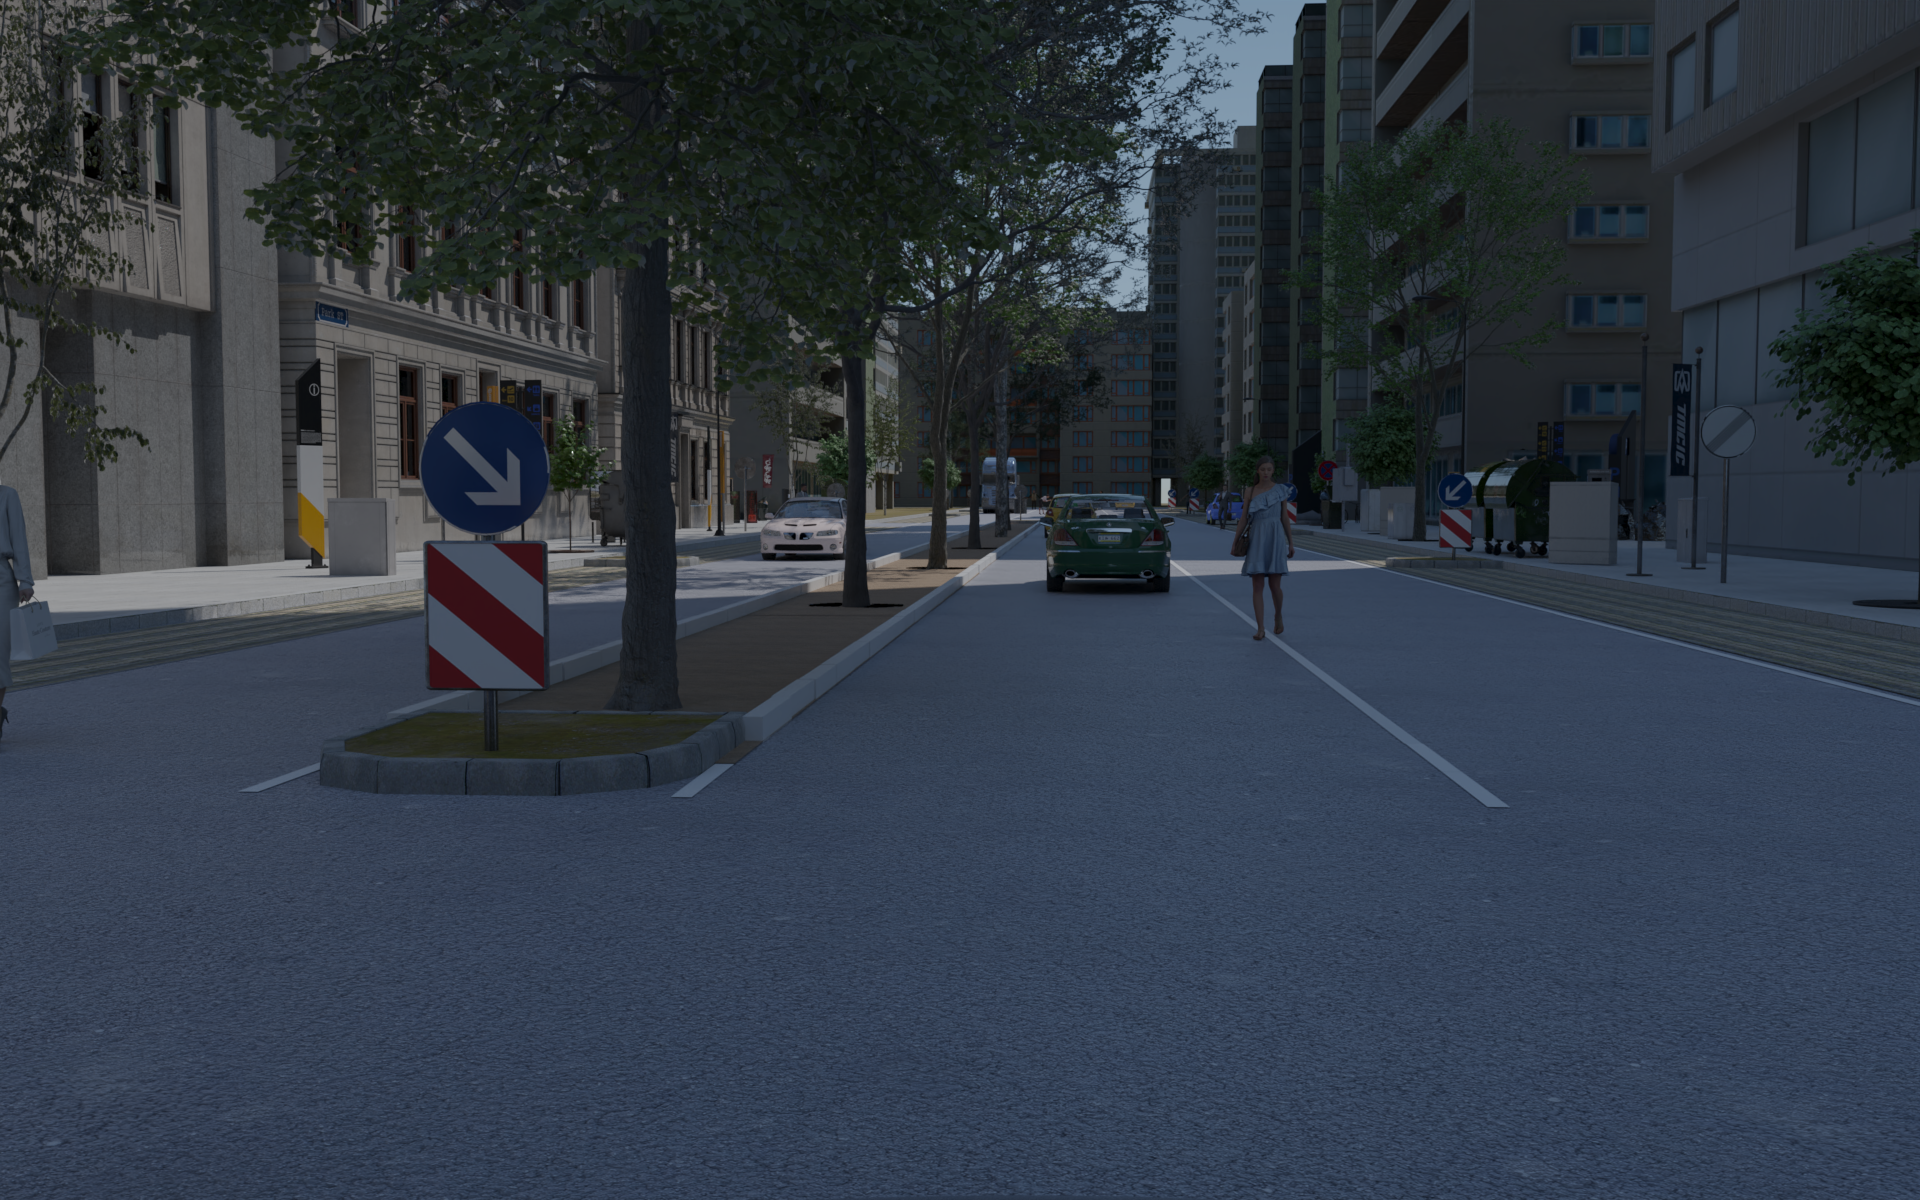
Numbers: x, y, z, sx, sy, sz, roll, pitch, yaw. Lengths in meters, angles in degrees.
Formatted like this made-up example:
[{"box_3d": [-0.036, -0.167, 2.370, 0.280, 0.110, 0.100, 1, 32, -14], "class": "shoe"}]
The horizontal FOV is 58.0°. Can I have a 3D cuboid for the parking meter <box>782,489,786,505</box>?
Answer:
[{"box_3d": [-8.210, -4.483, 81.701, 0.372, 1.533, 0.369, 0, 3, 0], "class": "parking meter"}]

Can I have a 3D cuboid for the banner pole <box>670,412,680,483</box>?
[{"box_3d": [-7.785, -3.457, 46.542, 0.401, 3.779, 0.863, -3, 5, -43], "class": "banner pole"}]

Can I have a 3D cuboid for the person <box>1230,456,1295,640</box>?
[{"box_3d": [3.019, -0.530, 17.258, 0.616, 1.811, 0.778, 1, 4, 22], "class": "person"}]

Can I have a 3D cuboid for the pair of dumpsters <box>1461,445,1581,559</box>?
[{"box_3d": [11.697, -2.072, 36.368, 1.574, 2.255, 4.437, 0, 4, 4], "class": "pair of dumpsters"}]

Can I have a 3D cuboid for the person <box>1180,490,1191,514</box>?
[{"box_3d": [15.346, -6.565, 116.560, 1.217, 1.735, 0.721, -2, 4, -27], "class": "person"}]

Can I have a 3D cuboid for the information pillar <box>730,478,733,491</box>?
[{"box_3d": [-10.672, -4.625, 80.106, 0.304, 2.012, 0.304, -1, 4, -16], "class": "information pillar"}]

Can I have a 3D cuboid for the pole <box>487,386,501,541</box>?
[{"box_3d": [-8.823, -2.383, 32.800, 0.158, 3.312, 0.155, 0, 3, 0], "class": "pole"}]

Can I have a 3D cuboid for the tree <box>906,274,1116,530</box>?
[{"box_3d": [1.918, -8.015, 67.914, 8.767, 10.594, 7.601, 0, 4, 4], "class": "tree"}]

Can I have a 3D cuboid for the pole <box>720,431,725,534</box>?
[{"box_3d": [-7.706, -3.801, 55.992, 0.158, 3.312, 0.155, 0, 3, 0], "class": "pole"}]

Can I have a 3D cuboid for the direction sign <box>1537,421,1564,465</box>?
[{"box_3d": [18.459, -3.805, 54.202, 0.379, 3.537, 0.876, -3, 5, -44], "class": "direction sign"}]

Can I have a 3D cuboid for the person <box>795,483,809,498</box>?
[{"box_3d": [-5.271, -3.011, 58.006, 0.850, 1.792, 0.678, 3, 4, 38], "class": "person"}]

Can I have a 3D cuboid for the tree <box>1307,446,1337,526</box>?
[{"box_3d": [14.592, -4.605, 69.897, 1.663, 3.219, 1.824, 0, 3, 0], "class": "tree"}]

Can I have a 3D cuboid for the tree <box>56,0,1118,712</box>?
[{"box_3d": [-2.151, -5.565, 11.576, 7.486, 12.596, 7.792, 0, 3, 0], "class": "tree"}]

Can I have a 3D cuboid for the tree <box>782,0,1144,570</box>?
[{"box_3d": [-0.321, -6.373, 32.405, 9.928, 11.665, 9.643, 0, 3, 0], "class": "tree"}]

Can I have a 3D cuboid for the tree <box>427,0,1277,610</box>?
[{"box_3d": [-1.292, -6.637, 21.340, 12.009, 13.543, 11.850, 0, 3, 0], "class": "tree"}]

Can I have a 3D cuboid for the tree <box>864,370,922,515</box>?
[{"box_3d": [-4.429, -9.390, 103.894, 4.737, 8.622, 4.395, 0, 3, 0], "class": "tree"}]

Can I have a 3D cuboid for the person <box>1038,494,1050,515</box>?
[{"box_3d": [5.839, -6.637, 120.198, 0.799, 1.438, 0.628, -2, 4, -33], "class": "person"}]

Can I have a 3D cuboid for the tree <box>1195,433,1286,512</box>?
[{"box_3d": [15.619, -6.642, 92.314, 4.285, 4.588, 4.351, 0, 3, 0], "class": "tree"}]

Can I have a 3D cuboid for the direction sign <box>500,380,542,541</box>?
[{"box_3d": [-8.705, -2.594, 34.414, 0.876, 3.537, 0.379, 1, 4, 11], "class": "direction sign"}]

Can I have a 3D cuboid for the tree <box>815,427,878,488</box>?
[{"box_3d": [-5.612, -6.176, 84.685, 4.285, 4.588, 4.351, 0, 3, 0], "class": "tree"}]

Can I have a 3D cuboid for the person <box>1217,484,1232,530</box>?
[{"box_3d": [10.624, -3.737, 69.567, 0.622, 1.834, 0.822, 1, 4, 19], "class": "person"}]

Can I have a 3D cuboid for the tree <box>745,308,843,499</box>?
[{"box_3d": [-6.562, -7.186, 67.854, 4.360, 8.622, 3.978, 0, 3, 0], "class": "tree"}]

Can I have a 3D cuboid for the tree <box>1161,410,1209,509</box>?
[{"box_3d": [19.479, -12.083, 147.923, 4.360, 8.622, 3.978, 0, 3, 0], "class": "tree"}]

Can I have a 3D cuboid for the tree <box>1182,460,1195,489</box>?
[{"box_3d": [18.030, -8.746, 126.713, 4.285, 4.588, 4.351, 0, 3, 0], "class": "tree"}]

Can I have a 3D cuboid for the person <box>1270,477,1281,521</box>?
[{"box_3d": [7.135, -1.907, 39.704, 0.581, 1.822, 0.654, 2, 4, 24], "class": "person"}]

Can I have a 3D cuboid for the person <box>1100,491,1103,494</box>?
[{"box_3d": [12.623, -8.966, 155.915, 0.721, 1.723, 1.217, -1, 4, -22], "class": "person"}]

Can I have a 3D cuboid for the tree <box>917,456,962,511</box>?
[{"box_3d": [-1.467, -10.175, 150.082, 4.285, 4.588, 4.351, 0, 3, 0], "class": "tree"}]

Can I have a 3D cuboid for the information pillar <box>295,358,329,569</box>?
[{"box_3d": [-11.129, -2.344, 29.687, 0.183, 3.616, 0.504, 2, 4, 30], "class": "information pillar"}]

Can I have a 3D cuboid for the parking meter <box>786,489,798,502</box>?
[{"box_3d": [-7.569, -4.323, 79.098, 0.372, 1.533, 0.369, 0, 3, 0], "class": "parking meter"}]

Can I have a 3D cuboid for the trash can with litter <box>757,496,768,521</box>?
[{"box_3d": [-9.648, -4.344, 82.415, 1.055, 1.170, 0.624, 0, 4, -1], "class": "trash can with litter"}]

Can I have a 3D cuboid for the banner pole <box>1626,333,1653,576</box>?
[{"box_3d": [10.734, -2.277, 27.246, 0.401, 3.779, 0.863, 1, 4, 22], "class": "banner pole"}]

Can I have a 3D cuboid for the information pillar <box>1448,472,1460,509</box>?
[{"box_3d": [16.476, -3.262, 57.825, 0.304, 2.012, 0.304, 2, 4, 30], "class": "information pillar"}]

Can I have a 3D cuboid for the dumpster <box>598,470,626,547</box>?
[{"box_3d": [-8.154, -2.270, 42.870, 1.264, 1.857, 1.865, 0, 4, 4], "class": "dumpster"}]

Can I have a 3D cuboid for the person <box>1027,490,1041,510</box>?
[{"box_3d": [6.789, -9.195, 158.926, 1.348, 1.812, 0.705, 0, 4, -1], "class": "person"}]

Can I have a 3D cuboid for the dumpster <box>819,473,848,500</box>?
[{"box_3d": [-5.600, -4.670, 78.843, 1.502, 2.255, 1.985, 0, 4, 4], "class": "dumpster"}]

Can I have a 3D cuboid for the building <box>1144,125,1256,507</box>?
[{"box_3d": [32.043, -30.166, 185.096, 23.993, 40.220, 32.217, 0, 4, 4], "class": "building"}]

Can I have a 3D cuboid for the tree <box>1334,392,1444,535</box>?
[{"box_3d": [13.684, -4.376, 55.269, 4.285, 4.588, 4.351, 0, 3, 0], "class": "tree"}]

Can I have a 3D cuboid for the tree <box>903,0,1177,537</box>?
[{"box_3d": [0.209, -12.182, 57.529, 12.611, 20.169, 13.585, 0, 3, 0], "class": "tree"}]

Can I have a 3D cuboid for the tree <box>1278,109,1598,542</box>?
[{"box_3d": [12.640, -7.395, 46.671, 9.928, 11.665, 9.643, 0, 3, 0], "class": "tree"}]

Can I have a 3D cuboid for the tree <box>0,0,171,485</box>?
[{"box_3d": [-10.468, -4.171, 18.553, 4.360, 8.622, 3.978, 0, 3, 0], "class": "tree"}]

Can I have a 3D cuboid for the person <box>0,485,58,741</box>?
[{"box_3d": [-5.443, -0.054, 9.734, 0.694, 1.780, 0.624, 0, 4, 5], "class": "person"}]

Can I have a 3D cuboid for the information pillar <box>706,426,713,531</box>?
[{"box_3d": [-8.647, -4.182, 59.733, 0.183, 3.616, 0.504, 0, 4, -3], "class": "information pillar"}]

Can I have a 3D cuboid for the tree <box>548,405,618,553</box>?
[{"box_3d": [-8.558, -2.639, 37.752, 1.663, 3.219, 1.824, 0, 3, 0], "class": "tree"}]

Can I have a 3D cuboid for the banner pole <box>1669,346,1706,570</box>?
[{"box_3d": [12.329, -2.407, 29.375, 0.863, 3.779, 0.401, -2, 4, -27], "class": "banner pole"}]

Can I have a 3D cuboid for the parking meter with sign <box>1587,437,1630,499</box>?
[{"box_3d": [19.806, -3.515, 53.735, 1.738, 3.016, 0.543, 1, 4, 17], "class": "parking meter with sign"}]

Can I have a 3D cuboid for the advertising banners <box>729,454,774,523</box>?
[{"box_3d": [-9.198, -4.898, 76.266, 2.074, 3.025, 0.090, 0, 4, 2], "class": "advertising banners"}]

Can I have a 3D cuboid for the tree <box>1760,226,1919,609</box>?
[{"box_3d": [11.037, -2.207, 19.796, 4.285, 4.588, 4.351, 0, 3, 0], "class": "tree"}]

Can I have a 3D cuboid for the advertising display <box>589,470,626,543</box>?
[{"box_3d": [-9.302, -2.482, 45.788, 0.974, 1.923, 0.123, 0, 4, 3], "class": "advertising display"}]
